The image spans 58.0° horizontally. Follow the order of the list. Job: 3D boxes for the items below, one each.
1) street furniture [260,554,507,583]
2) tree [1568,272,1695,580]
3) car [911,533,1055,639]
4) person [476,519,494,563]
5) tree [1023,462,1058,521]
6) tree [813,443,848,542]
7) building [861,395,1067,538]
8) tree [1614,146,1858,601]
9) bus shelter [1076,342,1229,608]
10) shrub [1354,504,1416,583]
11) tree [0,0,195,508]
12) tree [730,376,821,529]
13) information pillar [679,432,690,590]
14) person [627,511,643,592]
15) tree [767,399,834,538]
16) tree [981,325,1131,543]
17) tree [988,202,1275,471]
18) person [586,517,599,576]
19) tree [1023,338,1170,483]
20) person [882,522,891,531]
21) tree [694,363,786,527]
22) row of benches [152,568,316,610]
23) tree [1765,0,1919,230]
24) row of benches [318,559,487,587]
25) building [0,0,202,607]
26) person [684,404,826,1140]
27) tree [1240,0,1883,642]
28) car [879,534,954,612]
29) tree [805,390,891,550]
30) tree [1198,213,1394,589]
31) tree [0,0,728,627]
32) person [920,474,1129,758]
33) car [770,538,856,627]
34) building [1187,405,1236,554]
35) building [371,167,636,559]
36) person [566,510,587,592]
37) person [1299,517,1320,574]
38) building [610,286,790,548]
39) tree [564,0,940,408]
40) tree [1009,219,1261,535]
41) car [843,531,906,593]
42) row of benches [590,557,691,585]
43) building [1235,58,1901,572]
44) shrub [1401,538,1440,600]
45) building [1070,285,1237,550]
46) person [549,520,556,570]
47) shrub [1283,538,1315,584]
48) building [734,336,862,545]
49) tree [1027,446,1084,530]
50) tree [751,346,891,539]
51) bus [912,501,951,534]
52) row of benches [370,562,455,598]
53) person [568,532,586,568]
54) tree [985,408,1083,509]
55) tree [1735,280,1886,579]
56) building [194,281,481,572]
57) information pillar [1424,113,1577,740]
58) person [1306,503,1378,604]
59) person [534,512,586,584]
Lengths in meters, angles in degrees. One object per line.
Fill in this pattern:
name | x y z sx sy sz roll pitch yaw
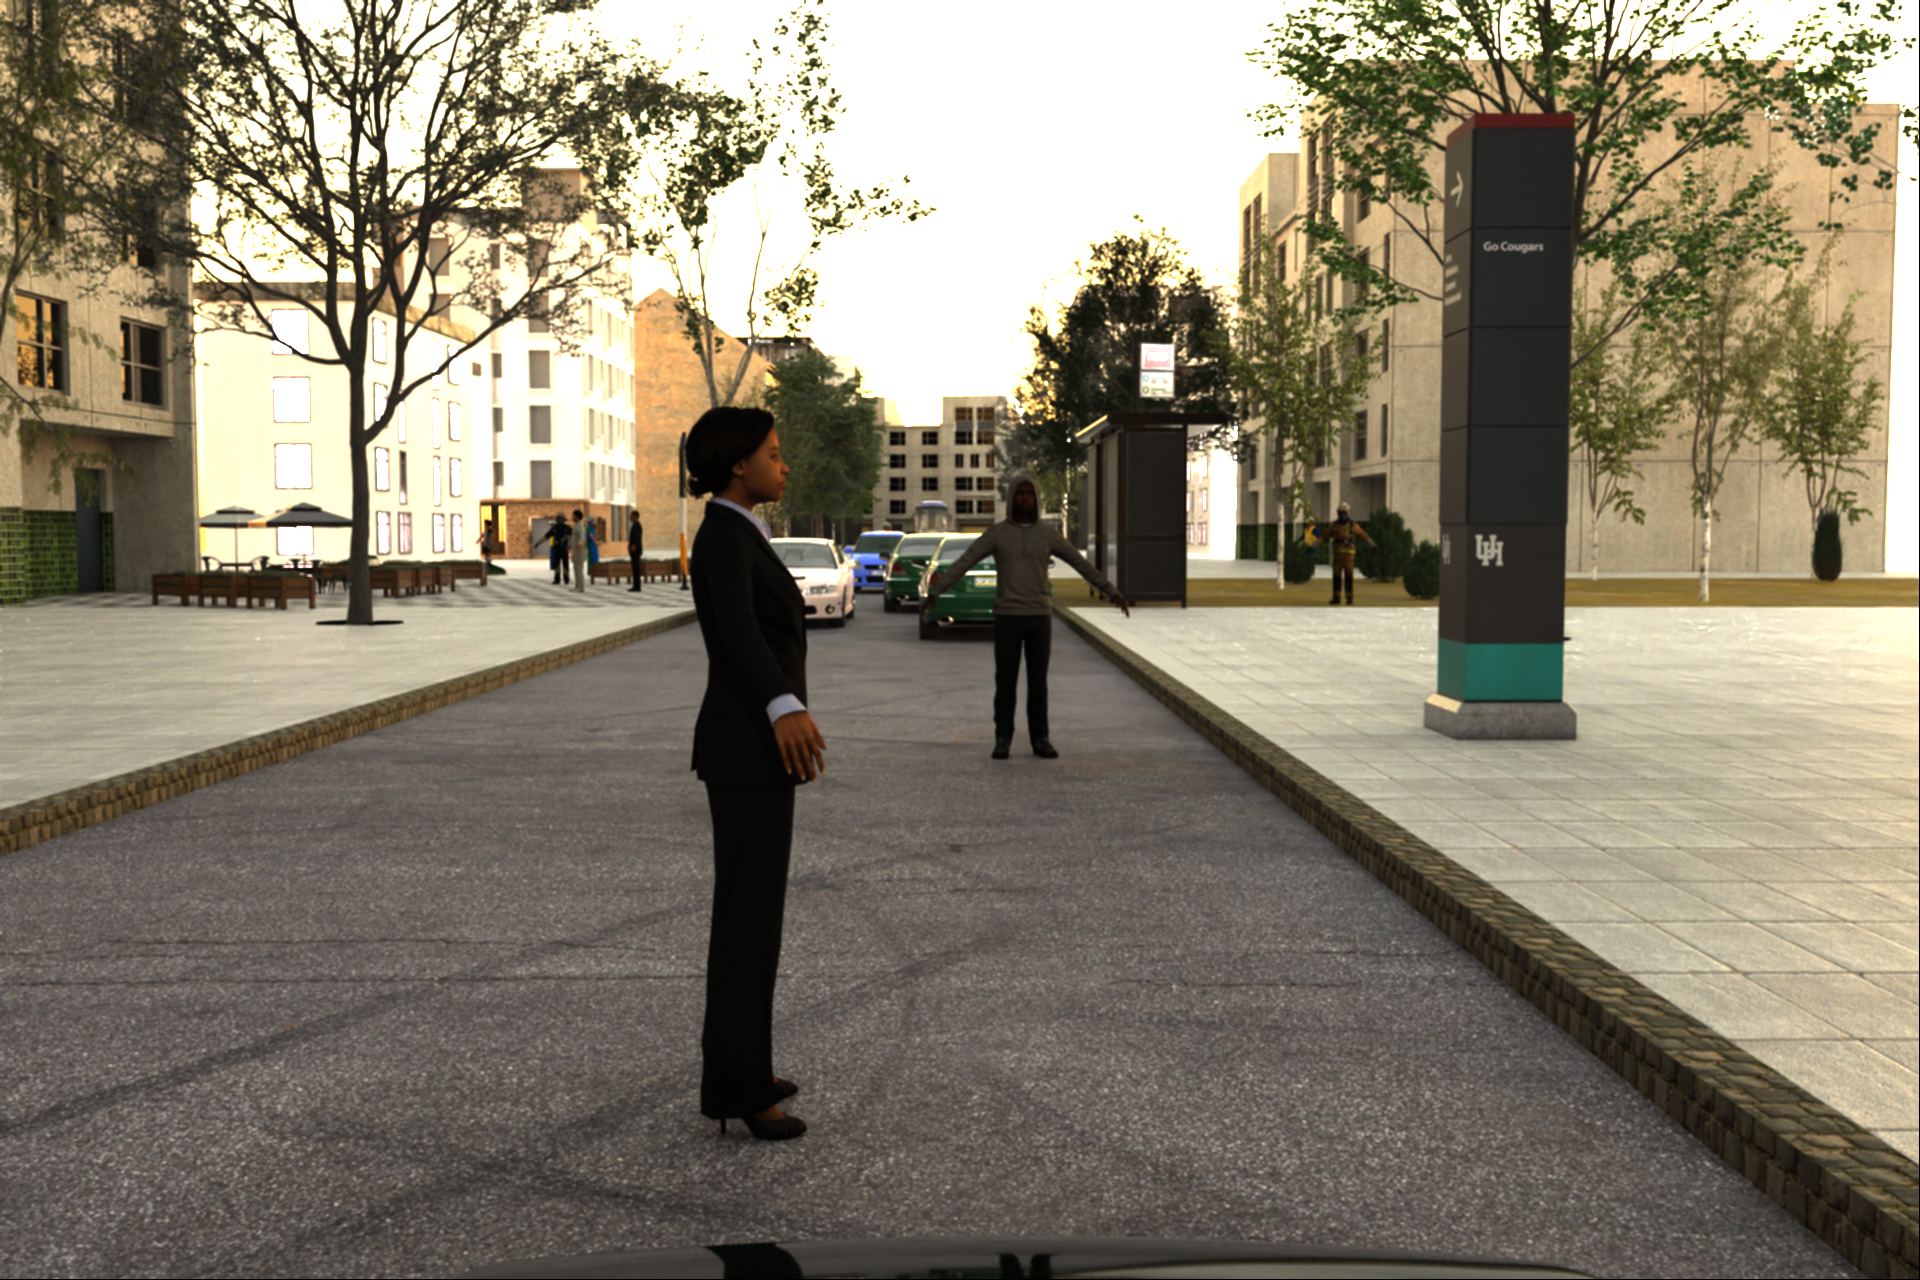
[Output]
street furniture | -16.487 -2.097 49.911 5.734 0.657 10.072 0 4 2
tree | 17.957 -5.986 48.240 4.737 8.622 4.395 0 3 0
car | 0.343 -0.809 25.028 2.131 1.459 4.920 0 3 0
person | -17.559 -3.554 64.249 0.704 1.843 1.345 -3 5 -41
tree | 6.207 -11.374 136.325 4.737 8.622 4.395 0 3 0
tree | -9.275 -10.955 129.481 4.360 8.622 3.978 0 3 0
building | -0.984 -21.945 227.707 31.486 18.905 16.747 1 4 9
tree | 14.007 -5.049 32.920 4.360 8.622 3.978 0 3 0
bus shelter | 3.500 -3.452 34.064 2.179 5.291 8.768 0 4 -1
shrub | 11.189 -2.544 45.640 1.661 2.075 1.752 0 3 0
tree | -9.049 -3.953 14.986 4.360 8.622 3.978 0 3 0
tree | -9.344 -8.018 81.459 4.360 8.622 3.978 0 3 0
information pillar | -6.342 -2.957 39.700 0.183 3.616 0.504 0 3 0
person | -7.280 -1.986 38.701 0.704 1.802 1.346 -1 4 -14
tree | -9.752 -8.839 94.888 4.360 8.622 3.978 0 3 0
tree | 6.160 -11.576 99.643 12.009 13.543 11.850 0 3 0
tree | 6.572 -9.373 63.623 12.009 13.543 11.850 0 3 0
person | -11.258 -2.868 53.016 0.704 1.817 1.347 -1 4 -19
tree | 6.408 -8.829 78.772 8.767 10.594 7.601 2 4 32
person | -1.951 -2.409 48.312 0.721 1.772 1.216 0 4 -3
tree | -9.426 -7.612 74.818 4.360 8.622 3.978 0 3 0
row of benches | -12.819 -0.925 30.581 4.104 0.672 1.422 2 4 35
tree | 23.725 -11.056 36.655 12.611 20.169 13.585 0 3 0
row of benches | -13.675 -1.675 42.842 4.104 0.672 1.422 0 4 -7
building | -25.267 -9.533 22.328 16.747 18.905 31.486 0 3 0
person | -0.444 0.303 4.223 0.721 1.740 1.216 -1 4 -9
tree | 6.888 -5.798 20.546 9.928 11.665 9.643 0 3 0
car | -0.510 -1.310 33.222 2.131 1.459 4.920 0 4 -1
tree | -9.296 -13.346 136.342 7.486 12.596 7.792 0 3 0
tree | 7.785 -5.514 40.514 4.737 8.622 4.395 0 3 0
tree | -8.432 -6.971 24.345 12.009 13.543 11.850 0 3 0
person | 0.407 -0.155 11.116 1.348 1.813 0.705 0 4 -7
car | -2.707 -0.967 28.166 2.083 1.381 4.827 0 4 -1
building | 20.567 -10.340 111.206 9.099 9.664 28.070 0 3 0
building | -24.434 -14.328 90.682 16.016 20.090 11.380 0 4 1
person | -8.501 -1.971 38.418 0.705 1.806 1.347 -1 4 -23
person | 10.951 -2.956 54.302 0.705 1.833 1.349 -1 4 -21
building | -26.351 -20.313 163.044 19.493 23.208 18.063 0 4 1
tree | -7.492 -12.547 61.036 12.611 20.169 13.585 0 3 0
tree | 5.500 -7.165 51.562 7.601 10.594 8.767 2 4 26
car | -1.899 -2.041 42.961 1.945 1.707 3.694 0 4 -1
row of benches | -8.126 -1.842 45.579 1.422 0.672 4.104 2 4 29
building | 22.633 -12.647 73.237 16.747 18.905 31.486 0 4 0
shrub | 9.124 -1.393 33.898 1.383 1.207 1.383 0 3 0
building | 23.796 -19.244 158.622 27.936 21.610 32.646 0 3 0
person | -14.426 -3.383 61.777 0.721 1.772 1.216 -2 4 -33
shrub | 8.680 -2.047 44.593 1.383 1.207 1.383 0 3 0
building | -25.931 -21.500 195.506 27.936 21.610 32.646 0 3 0
tree | 6.540 -10.177 116.760 4.737 8.622 4.395 0 3 0
tree | -9.474 -12.818 116.230 9.857 13.997 8.962 0 3 0
bus | -2.081 -8.586 131.929 2.896 3.916 12.251 0 3 0
row of benches | -11.559 -1.289 36.532 1.422 0.672 4.104 0 3 0
person | -14.482 -3.638 65.755 1.348 1.796 0.705 3 5 41
tree | 5.625 -11.793 127.226 7.601 10.594 8.767 1 4 19
tree | 24.460 -6.063 49.493 4.737 8.622 4.395 0 3 0
building | -24.537 -7.924 71.709 9.099 9.664 28.070 0 4 0
information pillar | 3.466 -1.325 11.049 0.750 3.857 0.750 0 3 0
person | 7.003 -1.585 31.677 1.354 1.858 0.705 2 4 31
person | -10.235 -2.363 44.414 1.354 1.856 0.705 0 4 6
